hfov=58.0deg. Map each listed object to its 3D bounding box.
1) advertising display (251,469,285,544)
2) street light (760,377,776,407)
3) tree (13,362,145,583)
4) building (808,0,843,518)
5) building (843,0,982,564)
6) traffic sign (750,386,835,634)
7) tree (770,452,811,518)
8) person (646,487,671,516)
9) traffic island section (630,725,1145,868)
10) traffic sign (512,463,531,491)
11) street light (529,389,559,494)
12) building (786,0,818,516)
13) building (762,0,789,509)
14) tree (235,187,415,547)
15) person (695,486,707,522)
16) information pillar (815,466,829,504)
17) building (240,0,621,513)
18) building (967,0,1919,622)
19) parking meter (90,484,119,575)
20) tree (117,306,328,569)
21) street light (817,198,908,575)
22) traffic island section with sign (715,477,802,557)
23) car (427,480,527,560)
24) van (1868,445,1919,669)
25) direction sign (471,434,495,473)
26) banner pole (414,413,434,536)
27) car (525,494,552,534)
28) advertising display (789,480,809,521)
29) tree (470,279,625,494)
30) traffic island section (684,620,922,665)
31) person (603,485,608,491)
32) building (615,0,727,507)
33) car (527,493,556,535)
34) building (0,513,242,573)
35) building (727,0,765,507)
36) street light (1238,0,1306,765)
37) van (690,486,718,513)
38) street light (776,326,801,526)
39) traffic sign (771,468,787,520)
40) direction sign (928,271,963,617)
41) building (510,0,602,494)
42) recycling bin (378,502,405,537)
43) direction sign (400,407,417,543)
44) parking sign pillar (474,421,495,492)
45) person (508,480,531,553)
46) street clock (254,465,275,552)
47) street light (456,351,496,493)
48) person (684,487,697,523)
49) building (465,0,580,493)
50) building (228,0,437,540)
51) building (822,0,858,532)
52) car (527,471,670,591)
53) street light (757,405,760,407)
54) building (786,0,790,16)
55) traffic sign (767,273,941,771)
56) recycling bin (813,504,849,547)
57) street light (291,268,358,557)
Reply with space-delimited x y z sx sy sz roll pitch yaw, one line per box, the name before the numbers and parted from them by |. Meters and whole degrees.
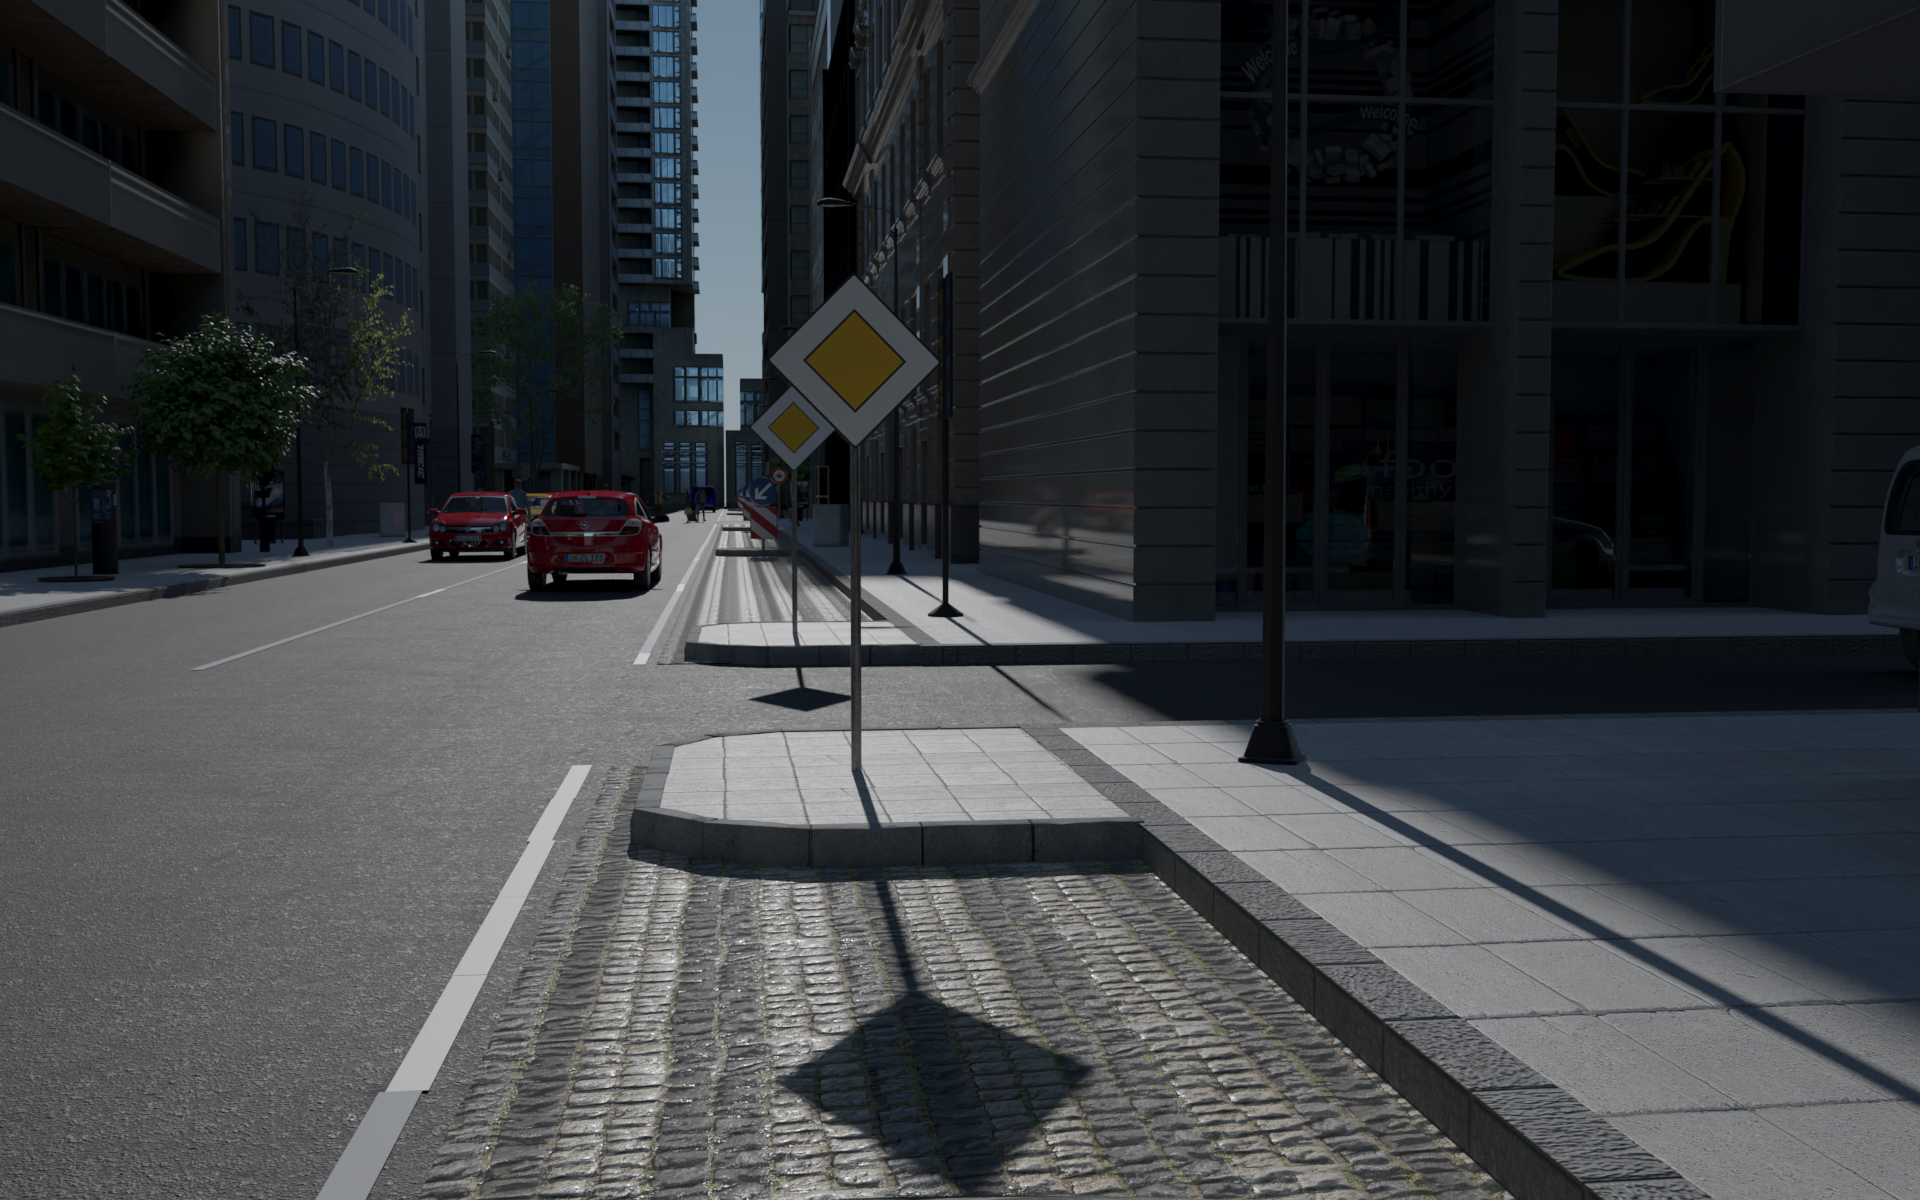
advertising display | -17.874 -2.418 44.747 0.123 1.923 0.974 2 4 27
street light | -7.090 -5.906 69.103 1.470 5.913 1.316 0 4 -7
tree | -13.005 -1.883 25.397 1.663 3.219 1.824 0 3 0
building | -0.628 -16.133 81.800 12.078 24.808 19.932 0 4 -7
building | 3.846 -15.073 43.700 12.463 27.353 25.104 0 4 -7
traffic sign | -1.523 -0.749 15.890 0.795 2.450 0.064 0 4 -7
tree | -8.826 -6.756 94.181 4.285 4.588 4.351 0 3 0
person | -16.786 -5.370 96.401 1.348 1.812 0.705 -1 4 -11
traffic island section | -0.461 0.870 8.052 2.009 0.180 2.903 0 4 -7
traffic sign | -17.759 -4.282 70.112 0.768 2.556 0.104 0 4 -4
street light | -18.452 -6.372 76.731 1.470 5.913 1.316 0 4 -7
building | -3.557 -20.442 105.933 14.160 30.474 14.107 0 4 -7
building | -6.756 -32.510 155.237 21.300 48.544 21.600 0 4 -7
tree | -15.233 -5.584 41.668 4.360 8.622 3.978 0 3 0
person | -13.305 -4.902 88.627 0.794 1.824 0.713 1 4 17
information pillar | -3.602 -2.498 45.335 0.304 2.012 0.304 -1 4 -17
building | -44.245 -37.196 150.148 28.212 58.520 21.231 0 4 -7
building | 15.633 -15.058 23.686 29.804 29.767 11.434 0 4 -7
parking meter | -13.687 -1.180 27.706 0.372 1.533 0.369 0 3 0
tree | -12.930 -2.857 30.427 4.285 4.588 4.351 0 3 0
street light | -1.550 -3.357 27.436 1.470 5.913 1.316 0 4 -7
traffic island section with sign | -4.702 -1.941 40.360 1.989 1.847 2.006 0 4 -7
car | -10.853 -1.842 39.160 2.155 1.783 4.494 -1 4 -9
van | 9.316 -0.388 13.362 4.112 2.044 2.013 0 4 -7
direction sign | -18.022 -4.494 65.480 0.876 3.537 0.379 0 4 1
banner pole | -16.508 -3.882 53.485 0.401 3.779 0.863 3 4 38
car | -13.952 -2.836 56.585 2.015 1.641 3.980 0 4 -7
advertising display | -7.624 -4.691 81.915 0.974 1.923 0.123 -2 4 -24
tree | -20.229 -9.605 82.803 9.928 11.665 9.643 0 3 0
traffic island section | -1.501 0.386 15.970 2.009 0.180 2.903 0 4 -7
person | -15.157 -4.057 74.739 0.836 1.842 0.656 -1 4 -10
building | -40.643 -53.124 181.244 31.000 86.520 22.319 0 4 -7
car | -14.572 -3.246 62.120 2.155 1.783 4.494 0 4 -7
building | -25.111 -24.552 25.125 21.300 48.544 21.600 0 4 -7
building | -9.630 -53.337 184.727 31.000 86.520 22.319 0 4 -7
street light | 0.970 -2.176 8.113 1.470 5.913 1.316 0 4 -7
van | -20.144 -8.055 136.085 2.240 2.365 5.245 0 4 -8
street light | -4.277 -4.621 48.094 1.470 5.913 1.316 0 4 -7
traffic sign | -8.790 -5.147 84.265 0.768 2.556 0.104 0 4 -5
direction sign | -0.152 -1.597 18.105 0.379 3.537 0.876 -1 4 -9
building | -35.157 -29.503 132.492 14.600 45.320 14.200 0 4 -7
recycling bin | -17.101 -2.420 52.114 0.722 1.027 0.722 -1 4 -21
direction sign | -14.508 -3.276 45.554 0.379 3.537 0.876 0 4 3
parking sign pillar | -17.419 -4.589 63.505 1.447 3.967 1.447 0 4 -1
person | -10.720 -2.027 41.981 0.601 1.785 0.444 0 4 -6
street clock | -15.393 -2.063 38.293 0.471 2.002 0.358 -2 4 -34
street light | -15.713 -5.115 56.179 1.470 5.913 1.316 0 4 -7
person | -13.512 -4.771 86.719 0.699 1.804 1.509 1 4 15
building | -38.814 -24.879 98.651 32.217 40.220 23.993 0 4 -7
building | -29.456 -31.522 57.378 21.231 58.520 28.212 0 4 -7
building | 1.505 -14.339 64.120 12.332 23.373 15.834 0 4 -7
car | -5.689 -1.115 27.277 2.155 1.783 4.494 0 4 -6
street light | -9.823 -7.189 90.087 1.470 5.913 1.316 0 4 -7
building | -1.451 -31.151 128.933 23.786 49.044 30.456 0 4 -7
traffic sign | -0.484 -0.265 7.972 0.795 2.450 0.064 0 4 -7
recycling bin | -3.171 -1.835 42.553 0.722 1.027 0.722 1 4 15
street light | -13.061 -3.858 35.625 1.470 5.913 1.316 0 4 -7
